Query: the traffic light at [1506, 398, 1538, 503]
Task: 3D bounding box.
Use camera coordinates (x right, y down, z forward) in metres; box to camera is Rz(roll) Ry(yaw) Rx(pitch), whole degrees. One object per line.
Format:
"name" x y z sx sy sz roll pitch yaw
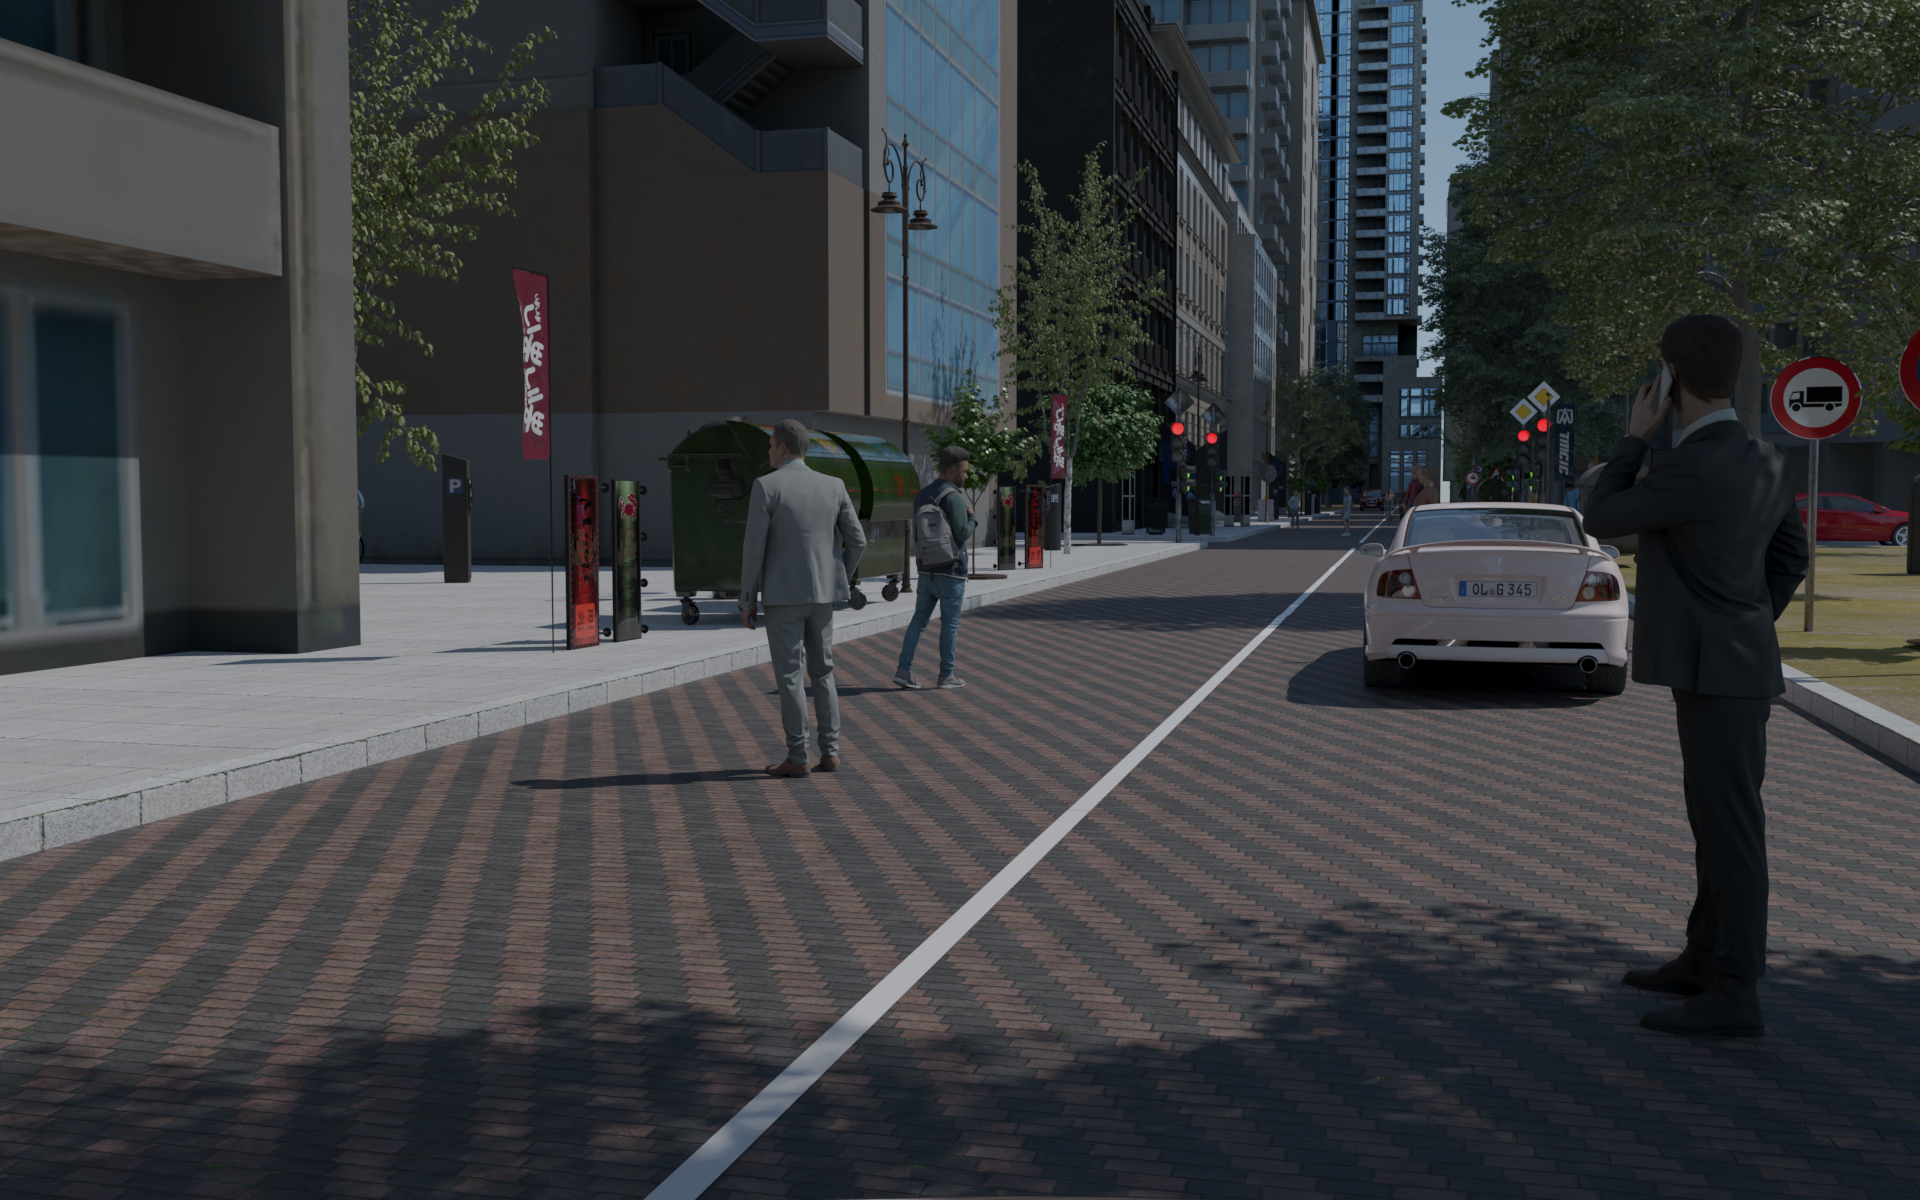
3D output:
"traffic light" 16.494 -3.788 50.860 0.839 4.253 0.868 1 4 15

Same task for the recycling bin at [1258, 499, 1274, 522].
"recycling bin" 14.325 -4.193 81.105 0.722 1.027 0.722 1 4 12

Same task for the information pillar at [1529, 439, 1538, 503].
"information pillar" 20.600 -4.332 62.190 0.183 3.616 0.504 0 4 4

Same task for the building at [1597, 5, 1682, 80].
"building" 39.774 -19.402 88.920 14.160 30.474 14.107 1 4 15

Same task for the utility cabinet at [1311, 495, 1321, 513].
"utility cabinet" 23.548 -6.380 115.479 1.020 1.237 0.306 1 4 14

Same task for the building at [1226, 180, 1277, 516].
"building" 14.318 -15.669 110.945 10.420 20.320 16.860 1 4 15

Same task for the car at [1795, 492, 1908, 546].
"car" 23.254 -2.232 45.526 4.494 1.783 2.155 1 4 16

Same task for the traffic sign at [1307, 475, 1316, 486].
"traffic sign" 23.255 -7.048 115.236 0.884 2.594 0.081 1 4 23

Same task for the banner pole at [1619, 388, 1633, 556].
"banner pole" 13.884 -2.820 36.124 0.401 3.779 0.863 2 4 24

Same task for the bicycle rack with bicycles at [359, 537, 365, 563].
"bicycle rack with bicycles" -11.707 -1.004 29.804 2.925 0.926 2.852 -3 5 -40

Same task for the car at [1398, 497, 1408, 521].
"car" 24.968 -5.189 94.634 2.009 1.686 4.222 1 4 16

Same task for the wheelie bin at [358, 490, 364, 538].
"wheelie bin" -8.377 -0.929 23.089 0.693 1.594 0.980 2 4 33

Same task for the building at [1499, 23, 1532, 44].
"building" 52.863 -28.379 147.583 14.154 41.232 14.086 1 4 15

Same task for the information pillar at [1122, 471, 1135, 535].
"information pillar" 5.304 -3.062 54.555 0.304 2.012 0.304 2 4 35

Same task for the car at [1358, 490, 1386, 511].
"car" 35.579 -8.617 149.552 2.281 1.827 5.304 1 4 14

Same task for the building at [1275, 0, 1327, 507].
"building" 24.376 -36.508 186.150 27.495 52.752 28.713 1 4 15

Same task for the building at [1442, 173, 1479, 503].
"building" 66.663 -32.327 212.142 14.086 41.232 14.154 1 4 15

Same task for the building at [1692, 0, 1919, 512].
"building" 39.345 -22.579 61.045 23.993 40.220 32.217 1 4 15

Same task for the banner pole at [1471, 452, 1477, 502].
"banner pole" 30.465 -6.887 102.627 0.401 3.779 0.863 0 4 -6

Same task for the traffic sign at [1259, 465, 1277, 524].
"traffic sign" 13.340 -4.584 75.048 0.768 2.556 0.104 1 4 17

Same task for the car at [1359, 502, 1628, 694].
"car" 4.265 -0.100 13.993 2.083 1.381 4.827 1 4 15

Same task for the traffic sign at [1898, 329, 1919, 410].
"traffic sign" 7.056 -0.745 12.287 0.768 2.556 0.104 1 4 21

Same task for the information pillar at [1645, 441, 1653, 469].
"information pillar" 29.483 -5.066 74.181 0.183 3.616 0.504 0 4 -6

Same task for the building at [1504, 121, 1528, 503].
"building" 49.536 -22.161 134.040 14.160 30.474 14.107 1 4 15

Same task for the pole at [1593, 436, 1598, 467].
"pole" 22.467 -4.124 61.267 0.158 3.312 0.155 0 3 0

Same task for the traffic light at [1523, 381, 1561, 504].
"traffic light" 14.480 -3.316 43.132 0.839 4.253 0.868 1 4 15

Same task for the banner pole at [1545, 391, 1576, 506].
"banner pole" 14.579 -3.197 42.286 0.863 3.779 0.401 1 4 19

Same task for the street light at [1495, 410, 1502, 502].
"street light" 22.628 -6.099 72.509 0.468 5.910 1.993 1 4 15

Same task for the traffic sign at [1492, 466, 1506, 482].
"traffic sign" 24.936 -4.927 80.567 0.884 2.594 0.081 1 4 16

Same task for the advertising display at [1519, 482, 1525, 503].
"advertising display" 26.294 -4.640 81.080 0.123 1.923 0.974 2 4 28

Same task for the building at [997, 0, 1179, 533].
"building" 1.013 -14.411 65.297 12.332 23.373 15.834 1 4 15

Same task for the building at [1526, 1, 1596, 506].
"building" 43.914 -28.142 110.240 14.600 45.320 14.200 1 4 15

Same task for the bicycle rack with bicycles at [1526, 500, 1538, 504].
"bicycle rack with bicycles" 33.031 -5.235 98.973 2.925 0.926 2.852 -1 4 -21

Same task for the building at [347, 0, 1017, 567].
"building" -7.213 -23.654 36.858 14.200 45.320 14.600 1 4 15

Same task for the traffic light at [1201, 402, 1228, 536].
"traffic light" 7.769 -3.926 53.109 0.839 4.253 0.868 1 4 15

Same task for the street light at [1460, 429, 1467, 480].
"street light" 35.806 -9.195 123.133 0.468 5.910 1.993 1 4 15

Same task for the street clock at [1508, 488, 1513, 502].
"street clock" 30.622 -5.622 96.486 0.358 2.002 0.471 1 4 9

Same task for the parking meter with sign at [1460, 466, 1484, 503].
"parking meter with sign" 31.602 -6.774 107.016 1.738 3.016 0.543 -3 5 -40

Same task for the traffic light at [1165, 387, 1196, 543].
"traffic light" 5.755 -3.453 45.381 0.839 4.253 0.868 1 4 15

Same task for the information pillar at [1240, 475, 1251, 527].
"information pillar" 11.217 -3.888 68.058 0.304 2.012 0.304 -1 4 -18

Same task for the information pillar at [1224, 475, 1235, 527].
"information pillar" 10.540 -3.872 67.796 0.304 2.012 0.304 2 4 34

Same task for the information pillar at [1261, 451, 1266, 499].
"information pillar" 16.561 -6.289 94.186 0.183 3.616 0.504 -2 4 -27

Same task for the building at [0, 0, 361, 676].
"building" -18.038 -23.368 5.762 21.300 48.544 21.600 1 4 15

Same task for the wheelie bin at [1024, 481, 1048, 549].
"wheelie bin" 1.887 -1.996 40.543 0.693 1.594 0.980 1 4 14

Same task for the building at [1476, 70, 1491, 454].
"building" 56.209 -29.214 161.241 14.154 41.232 14.086 1 4 15

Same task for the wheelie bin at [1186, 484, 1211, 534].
"wheelie bin" 7.645 -2.903 55.371 0.980 1.594 0.693 -2 4 -31

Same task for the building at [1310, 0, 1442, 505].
"building" 45.710 -55.535 220.668 31.000 86.520 22.319 1 4 15

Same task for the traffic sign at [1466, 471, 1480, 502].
"traffic sign" 27.917 -5.761 94.294 0.768 2.556 0.104 1 4 16

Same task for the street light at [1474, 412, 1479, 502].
"street light" 29.278 -7.656 97.971 0.468 5.910 1.993 1 4 15

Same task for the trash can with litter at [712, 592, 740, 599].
"trash can with litter" -2.886 -0.614 21.424 0.624 1.170 1.055 0 4 -6

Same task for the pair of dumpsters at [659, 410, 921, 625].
"pair of dumpsters" -1.736 -0.994 18.739 1.574 2.255 4.437 1 4 15

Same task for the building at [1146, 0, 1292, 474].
"building" 15.514 -32.062 143.817 23.786 49.044 30.456 1 4 15

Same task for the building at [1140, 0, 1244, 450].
"building" 4.914 -15.613 88.552 16.112 22.955 30.059 1 4 15

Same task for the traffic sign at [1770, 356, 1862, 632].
"traffic sign" 7.918 -0.977 16.084 0.768 2.556 0.104 1 4 21
